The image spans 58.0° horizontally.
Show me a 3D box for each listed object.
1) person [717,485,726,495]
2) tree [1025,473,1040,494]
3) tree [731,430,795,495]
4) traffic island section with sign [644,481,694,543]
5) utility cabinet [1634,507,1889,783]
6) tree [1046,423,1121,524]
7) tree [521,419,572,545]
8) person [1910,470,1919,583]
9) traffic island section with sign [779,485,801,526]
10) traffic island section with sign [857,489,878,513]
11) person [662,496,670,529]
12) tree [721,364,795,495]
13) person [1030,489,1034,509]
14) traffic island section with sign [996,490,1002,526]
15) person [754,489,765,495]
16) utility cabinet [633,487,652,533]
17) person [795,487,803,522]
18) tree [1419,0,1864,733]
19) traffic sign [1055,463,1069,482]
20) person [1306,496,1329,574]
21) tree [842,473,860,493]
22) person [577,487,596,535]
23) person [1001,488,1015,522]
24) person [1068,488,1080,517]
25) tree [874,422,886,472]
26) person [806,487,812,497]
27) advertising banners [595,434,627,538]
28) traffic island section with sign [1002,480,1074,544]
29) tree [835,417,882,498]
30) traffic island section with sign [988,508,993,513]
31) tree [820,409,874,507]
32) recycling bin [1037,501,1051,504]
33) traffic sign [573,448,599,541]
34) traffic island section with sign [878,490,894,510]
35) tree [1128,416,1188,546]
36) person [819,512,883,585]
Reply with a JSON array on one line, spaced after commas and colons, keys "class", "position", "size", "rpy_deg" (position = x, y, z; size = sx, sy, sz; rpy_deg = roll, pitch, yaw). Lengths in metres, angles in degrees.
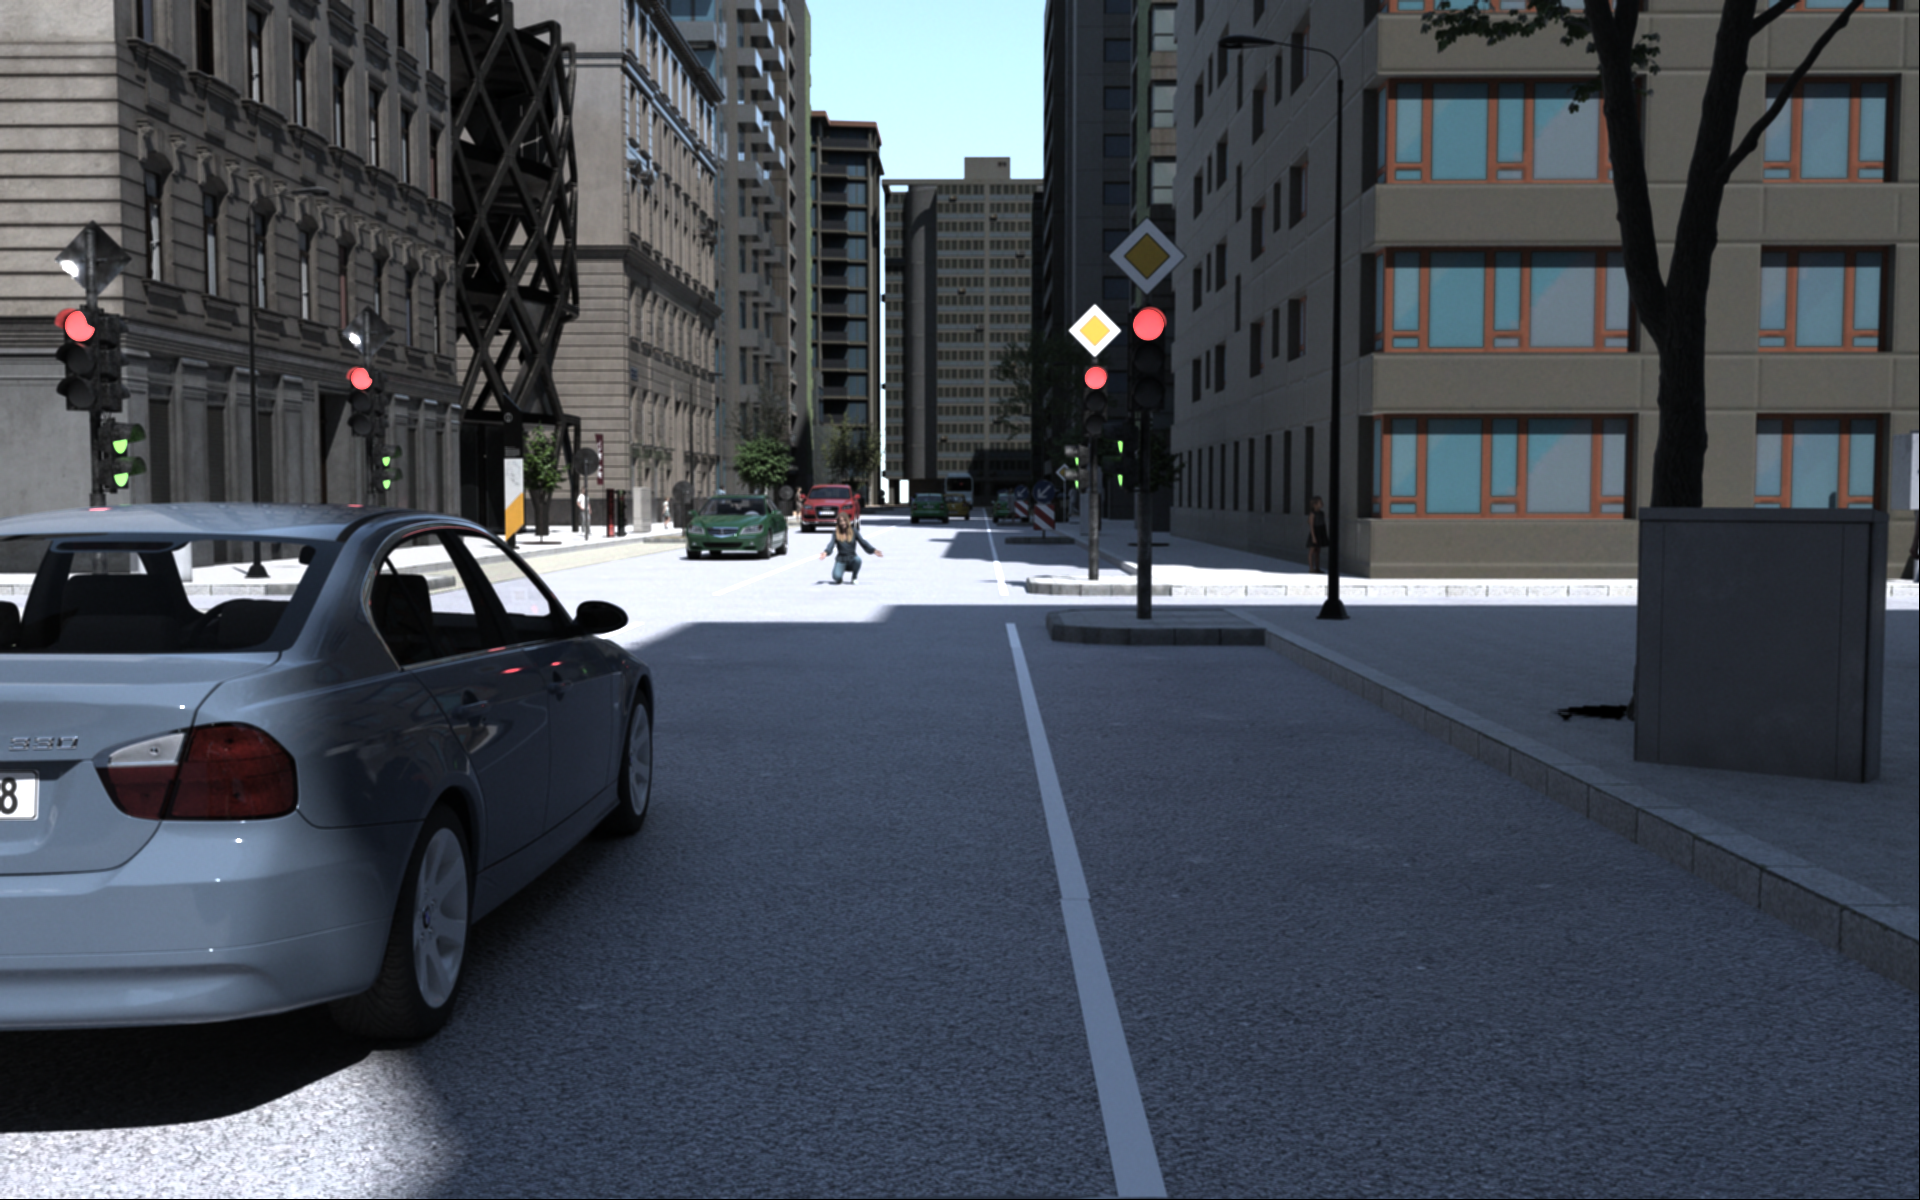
[{"class": "person", "position": [-13.172, -5.432, 95.116], "size": [0.793, 1.790, 0.793], "rpy_deg": [1, 4, 12]}, {"class": "tree", "position": [6.677, -9.841, 155.509], "size": [1.663, 3.219, 1.824], "rpy_deg": [0, 3, 0]}, {"class": "tree", "position": [-10.071, -6.432, 88.881], "size": [4.285, 4.588, 4.351], "rpy_deg": [0, 3, 0]}, {"class": "traffic island section with sign", "position": [-8.210, -2.610, 51.296], "size": [1.989, 1.847, 2.006], "rpy_deg": [0, 4, 1]}, {"class": "utility cabinet", "position": [3.715, 0.189, 8.070], "size": [1.020, 1.237, 0.306], "rpy_deg": [3, 5, 40]}, {"class": "tree", "position": [5.418, -5.618, 75.572], "size": [4.285, 4.588, 4.351], "rpy_deg": [0, 3, 0]}, {"class": "tree", "position": [-10.655, -3.049, 44.445], "size": [1.663, 3.219, 1.824], "rpy_deg": [0, 3, 0]}, {"class": "person", "position": [7.370, -0.407, 12.787], "size": [0.616, 1.811, 0.778], "rpy_deg": [3, 4, 36]}, {"class": "traffic island section with sign", "position": [-7.879, -4.291, 78.780], "size": [1.989, 1.847, 2.006], "rpy_deg": [0, 4, 1]}, {"class": "traffic island section with sign", "position": [-7.295, -7.329, 128.449], "size": [1.989, 1.847, 2.006], "rpy_deg": [0, 4, 1]}, {"class": "person", "position": [-10.806, -3.196, 63.318], "size": [0.382, 1.210, 0.505], "rpy_deg": [-3, 4, -38]}, {"class": "tree", "position": [-11.101, -9.024, 97.903], "size": [4.360, 8.622, 3.978], "rpy_deg": [0, 3, 0]}, {"class": "person", "position": [6.074, -8.608, 147.501], "size": [0.721, 1.735, 1.217], "rpy_deg": [1, 4, 11]}, {"class": "traffic island section with sign", "position": [2.635, -4.232, 77.825], "size": [1.989, 1.847, 2.006], "rpy_deg": [0, 4, 1]}, {"class": "person", "position": [-11.646, -5.783, 100.688], "size": [0.679, 1.850, 0.850], "rpy_deg": [-2, 4, -29]}, {"class": "utility cabinet", "position": [-10.478, -2.966, 57.172], "size": [0.318, 1.500, 1.173], "rpy_deg": [0, 4, 5]}, {"class": "person", "position": [-7.476, -4.415, 81.022], "size": [0.374, 1.781, 0.599], "rpy_deg": [-2, 4, -33]}, {"class": "tree", "position": [3.872, -5.112, 9.343], "size": [9.928, 11.665, 9.643], "rpy_deg": [0, 3, 0]}, {"class": "traffic sign", "position": [4.454, -4.510, 73.464], "size": [0.795, 2.593, 0.064], "rpy_deg": [0, 4, 8]}, {"class": "person", "position": [5.787, -1.054, 27.939], "size": [0.362, 1.253, 0.373], "rpy_deg": [-2, 4, -35]}, {"class": "tree", "position": [-9.761, -9.906, 156.571], "size": [1.663, 3.219, 1.824], "rpy_deg": [0, 3, 0]}, {"class": "person", "position": [-11.671, -2.773, 53.979], "size": [0.523, 1.515, 0.503], "rpy_deg": [1, 4, 9]}, {"class": "person", "position": [2.307, -4.330, 80.041], "size": [0.760, 1.731, 0.466], "rpy_deg": [-1, 4, -8]}, {"class": "person", "position": [6.227, -5.447, 94.987], "size": [0.818, 1.842, 0.514], "rpy_deg": [1, 4, 22]}, {"class": "tree", "position": [-9.334, -13.874, 177.196], "size": [4.737, 8.622, 4.395], "rpy_deg": [0, 3, 0]}, {"class": "person", "position": [-10.715, -7.314, 125.722], "size": [1.348, 1.812, 0.705], "rpy_deg": [-3, 5, -41]}, {"class": "advertising banners", "position": [-10.336, -3.367, 51.233], "size": [0.090, 3.025, 2.074], "rpy_deg": [1, 4, 13]}, {"class": "traffic island section with sign", "position": [2.311, -2.556, 50.416], "size": [1.989, 1.847, 2.006], "rpy_deg": [0, 4, 1]}, {"class": "tree", "position": [-9.426, -13.010, 163.072], "size": [4.360, 8.622, 3.978], "rpy_deg": [0, 3, 0]}, {"class": "traffic island section with sign", "position": [3.226, -7.325, 128.399], "size": [1.989, 1.847, 2.006], "rpy_deg": [0, 4, 1]}, {"class": "tree", "position": [-10.467, -12.280, 151.133], "size": [4.737, 8.622, 4.395], "rpy_deg": [0, 3, 0]}, {"class": "recycling bin", "position": [4.765, -5.107, 96.057], "size": [0.722, 1.027, 0.722], "rpy_deg": [-2, 4, -28]}, {"class": "traffic sign", "position": [-10.276, -2.903, 47.574], "size": [0.768, 2.556, 0.104], "rpy_deg": [1, 4, 10]}, {"class": "traffic island section with sign", "position": [-6.982, -8.977, 155.402], "size": [1.989, 1.847, 2.006], "rpy_deg": [0, 4, 1]}, {"class": "tree", "position": [4.821, -2.960, 42.992], "size": [1.663, 3.219, 1.824], "rpy_deg": [0, 3, 0]}, {"class": "person", "position": [-1.716, -0.825, 27.481], "size": [1.012, 1.151, 0.738], "rpy_deg": [0, 4, -1]}]
